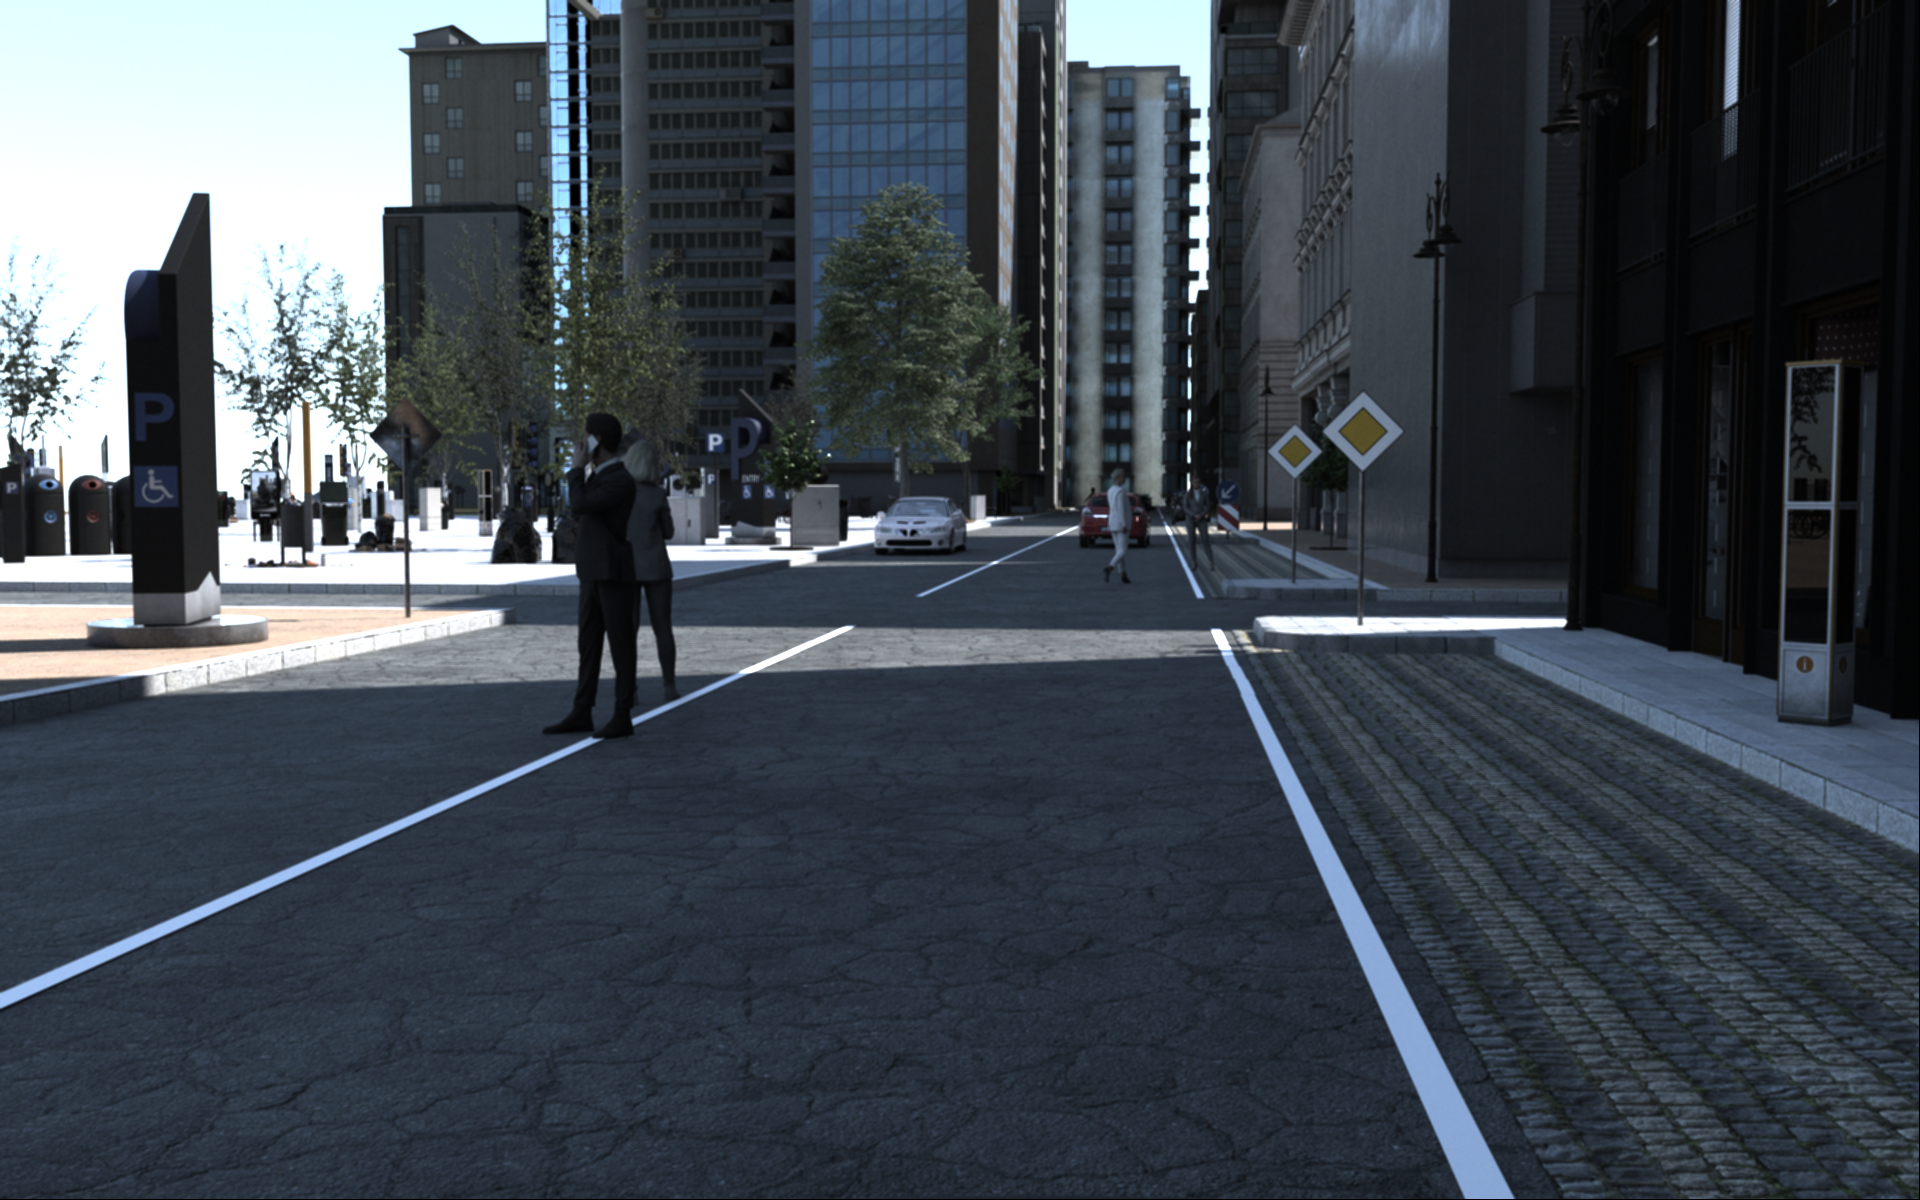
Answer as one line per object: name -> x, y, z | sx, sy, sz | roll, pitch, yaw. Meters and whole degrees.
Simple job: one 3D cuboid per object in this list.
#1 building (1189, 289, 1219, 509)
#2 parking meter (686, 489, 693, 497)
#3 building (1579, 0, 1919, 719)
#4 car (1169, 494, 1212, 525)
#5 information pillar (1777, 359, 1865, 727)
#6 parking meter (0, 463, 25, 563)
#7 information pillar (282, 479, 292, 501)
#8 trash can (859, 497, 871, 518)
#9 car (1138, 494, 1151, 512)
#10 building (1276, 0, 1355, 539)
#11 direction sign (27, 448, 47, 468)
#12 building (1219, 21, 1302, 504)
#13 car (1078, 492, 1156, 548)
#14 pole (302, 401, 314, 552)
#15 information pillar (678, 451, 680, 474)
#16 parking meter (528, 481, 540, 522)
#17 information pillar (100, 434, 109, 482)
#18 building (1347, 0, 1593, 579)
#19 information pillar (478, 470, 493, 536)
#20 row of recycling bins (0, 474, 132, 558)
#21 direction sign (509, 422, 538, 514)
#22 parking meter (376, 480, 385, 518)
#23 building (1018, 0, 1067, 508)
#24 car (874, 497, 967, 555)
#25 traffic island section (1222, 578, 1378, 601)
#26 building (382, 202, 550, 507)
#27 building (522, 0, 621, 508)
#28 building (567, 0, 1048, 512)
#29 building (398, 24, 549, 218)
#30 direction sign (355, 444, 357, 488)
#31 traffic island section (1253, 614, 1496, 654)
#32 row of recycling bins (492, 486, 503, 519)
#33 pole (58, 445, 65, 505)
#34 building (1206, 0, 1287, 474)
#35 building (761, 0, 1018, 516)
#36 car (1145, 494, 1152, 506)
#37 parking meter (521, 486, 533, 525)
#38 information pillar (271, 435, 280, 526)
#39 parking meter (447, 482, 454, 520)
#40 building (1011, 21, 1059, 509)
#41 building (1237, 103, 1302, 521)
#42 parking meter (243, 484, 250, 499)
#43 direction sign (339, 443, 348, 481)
building -> 35.380, -19.218, 159.260 | 27.650, 21.520, 28.899 | 0, 4, 6
parking meter -> -14.314, -5.092, 91.657 | 0.372, 1.533, 0.369 | 0, 3, 0
building -> 11.264, -10.882, 7.597 | 12.332, 23.373, 15.834 | 0, 4, 6
car -> 10.782, -4.348, 80.881 | 2.009, 1.686, 4.222 | 0, 4, 5
information pillar -> 4.801, -0.317, 9.668 | 0.304, 2.012, 0.304 | -3, 5, -40
parking meter -> -17.640, -1.620, 32.197 | 0.399, 1.863, 0.255 | -2, 4, -32
information pillar -> -32.119, -4.781, 82.657 | 0.304, 2.012, 0.304 | 2, 4, 32
trash can -> -5.115, -5.010, 93.561 | 0.748, 1.137, 0.748 | 0, 3, 0
car -> 14.363, -7.918, 139.238 | 2.009, 1.686, 4.222 | 0, 4, 7
building -> 16.437, -12.819, 60.501 | 10.553, 20.767, 40.483 | 0, 4, 6
direction sign -> -45.776, -5.747, 85.958 | 0.876, 3.537, 0.379 | -2, 4, -26
building -> 23.494, -20.661, 109.507 | 14.160, 30.474, 14.107 | 0, 4, 6
car -> 4.301, -2.366, 47.717 | 2.155, 1.783, 4.494 | 1, 4, 8
pole -> -14.389, -2.713, 38.207 | 0.158, 3.312, 0.155 | 0, 3, 0
information pillar -> -15.186, -6.263, 93.758 | 0.183, 3.616, 0.504 | -1, 4, -13
parking meter -> -19.562, -4.510, 79.445 | 0.399, 1.863, 0.255 | 1, 4, 9
information pillar -> -33.391, -4.668, 67.675 | 0.504, 3.616, 0.183 | 3, 5, 40
building -> 22.697, -12.862, 29.356 | 30.058, 24.678, 14.314 | 0, 4, 6
information pillar -> -14.409, -2.941, 52.573 | 0.304, 2.012, 0.304 | 3, 5, 40
row of recycling bins -> -18.676, -1.778, 36.178 | 1.069, 1.692, 3.534 | 3, 5, 44
direction sign -> -13.693, -3.816, 54.396 | 0.876, 3.537, 0.379 | 0, 4, -8
parking meter -> -24.621, -4.154, 73.636 | 0.255, 1.863, 0.399 | 0, 4, -3
building -> -0.424, -44.535, 166.405 | 20.611, 71.187, 20.563 | 0, 4, 6
car -> -0.921, -1.847, 42.556 | 2.083, 1.381, 4.827 | 0, 4, 7
traffic island section -> 4.804, -0.157, 24.856 | 2.009, 0.180, 2.903 | 0, 4, 6
building -> -48.634, -24.679, 175.209 | 14.107, 30.474, 14.160 | 0, 4, 6
building -> -26.469, -52.282, 167.488 | 31.000, 86.520, 22.319 | 0, 4, 6
building -> -9.955, -26.682, 128.133 | 32.217, 40.220, 23.993 | 0, 4, 6
building -> -46.088, -37.542, 203.053 | 27.495, 52.752, 28.713 | 0, 4, 6
direction sign -> -27.335, -5.288, 78.463 | 0.379, 3.537, 0.876 | -1, 4, -22
traffic island section -> 3.928, 0.328, 16.919 | 2.009, 0.180, 2.903 | 0, 4, 6
row of recycling bins -> -24.079, -5.013, 89.070 | 1.069, 1.692, 3.534 | -2, 4, -24
pole -> -37.321, -4.777, 71.940 | 0.158, 3.312, 0.155 | 0, 3, 0
building -> 32.591, -33.061, 129.785 | 28.713, 52.752, 27.495 | 0, 4, 6
building -> -3.839, -27.997, 107.869 | 14.600, 45.320, 14.200 | 0, 4, 6
car -> 17.255, -9.497, 164.077 | 1.959, 1.807, 4.718 | 0, 4, 6
parking meter -> -14.019, -2.917, 56.112 | 0.372, 1.533, 0.369 | 0, 3, 0
information pillar -> -27.240, -4.748, 68.977 | 0.183, 3.616, 0.504 | 0, 4, 6
parking meter -> -25.344, -4.910, 85.988 | 0.399, 1.863, 0.255 | 0, 4, -5
building -> 0.882, -28.283, 146.029 | 14.154, 41.232, 14.086 | 0, 4, 6
building -> 19.660, -14.714, 89.724 | 9.793, 20.994, 18.267 | 0, 4, 6
parking meter -> -39.447, -5.517, 95.920 | 0.399, 1.863, 0.255 | 1, 4, 19
direction sign -> -27.530, -5.223, 77.388 | 0.379, 3.537, 0.876 | 0, 4, 2
